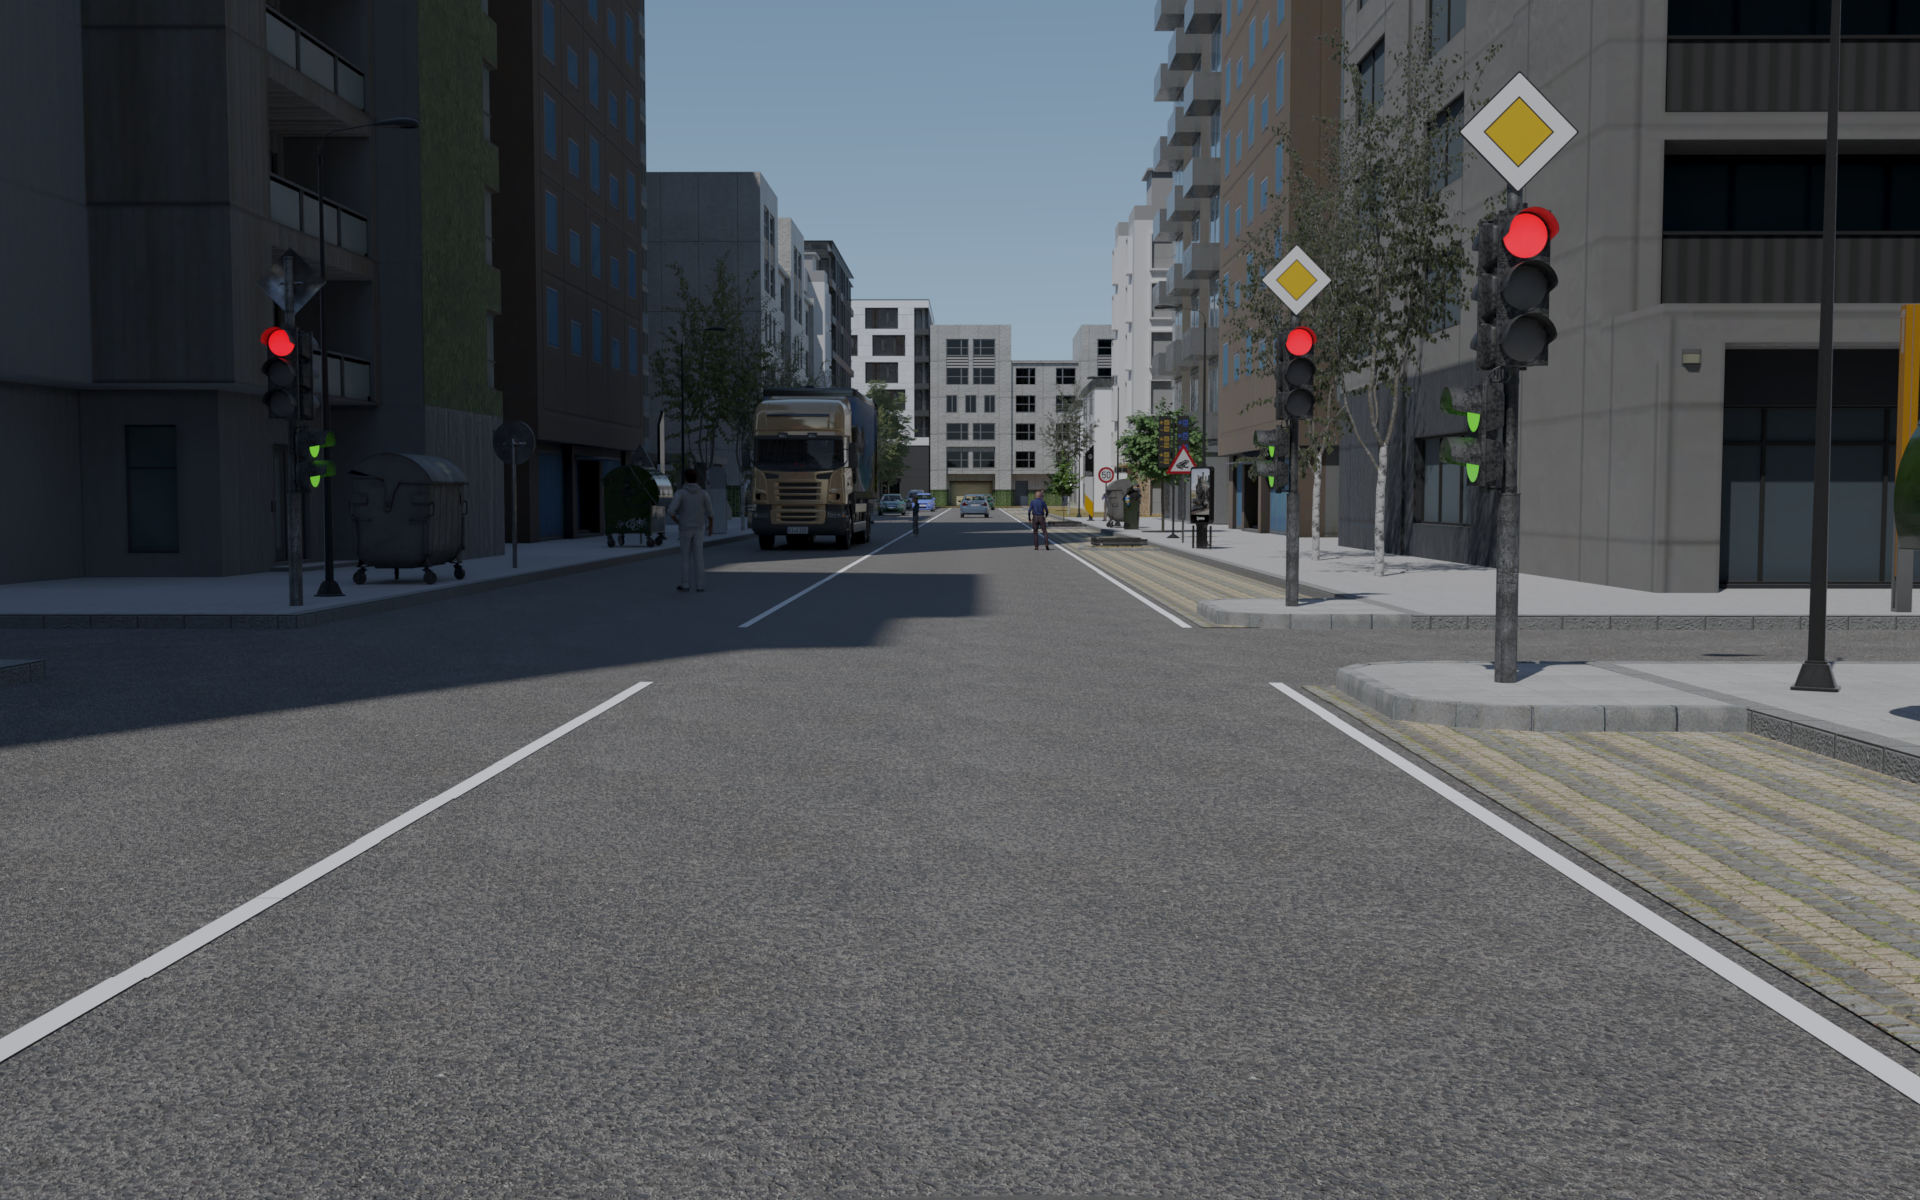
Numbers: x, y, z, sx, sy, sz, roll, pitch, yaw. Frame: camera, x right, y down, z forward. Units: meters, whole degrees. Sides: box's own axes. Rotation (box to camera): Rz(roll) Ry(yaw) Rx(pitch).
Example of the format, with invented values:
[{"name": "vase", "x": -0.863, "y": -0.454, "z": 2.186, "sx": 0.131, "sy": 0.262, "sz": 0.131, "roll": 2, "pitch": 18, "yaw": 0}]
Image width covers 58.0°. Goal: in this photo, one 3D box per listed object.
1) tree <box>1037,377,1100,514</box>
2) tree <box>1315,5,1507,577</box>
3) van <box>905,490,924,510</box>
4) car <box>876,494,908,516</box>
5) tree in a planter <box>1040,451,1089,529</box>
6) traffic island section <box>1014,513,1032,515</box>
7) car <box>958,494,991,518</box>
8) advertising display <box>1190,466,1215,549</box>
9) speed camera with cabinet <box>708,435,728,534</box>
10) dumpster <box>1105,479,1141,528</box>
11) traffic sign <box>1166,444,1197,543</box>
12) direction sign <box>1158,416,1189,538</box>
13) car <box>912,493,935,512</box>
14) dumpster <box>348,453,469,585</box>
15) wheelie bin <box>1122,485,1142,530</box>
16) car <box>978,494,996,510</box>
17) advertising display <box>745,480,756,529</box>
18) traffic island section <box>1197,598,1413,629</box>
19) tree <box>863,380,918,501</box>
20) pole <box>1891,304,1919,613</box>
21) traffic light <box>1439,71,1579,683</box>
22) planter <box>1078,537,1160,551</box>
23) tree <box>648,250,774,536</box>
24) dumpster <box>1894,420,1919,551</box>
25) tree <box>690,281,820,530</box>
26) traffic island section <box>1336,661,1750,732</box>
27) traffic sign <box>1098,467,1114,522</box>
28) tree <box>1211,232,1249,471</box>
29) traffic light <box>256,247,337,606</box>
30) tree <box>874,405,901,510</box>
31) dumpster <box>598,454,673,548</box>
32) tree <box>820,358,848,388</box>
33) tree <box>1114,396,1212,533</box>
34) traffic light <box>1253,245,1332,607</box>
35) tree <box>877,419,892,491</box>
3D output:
[{"name": "tree", "x": 6.861, "y": -9.720, "z": 109.287, "sx": 4.360, "sy": 8.622, "sz": 3.978, "roll": 0, "pitch": 3, "yaw": 0}, {"name": "tree", "x": 6.555, "y": -4.685, "z": 26.968, "sx": 4.360, "sy": 8.622, "sz": 3.978, "roll": 0, "pitch": 3, "yaw": 0}, {"name": "van", "x": -4.090, "y": -9.434, "z": 161.251, "sx": 2.013, "sy": 2.044, "sz": 4.112, "roll": 0, "pitch": 4, "yaw": 2}, {"name": "car", "x": -4.577, "y": -6.398, "z": 116.397, "sx": 2.131, "sy": 1.459, "sz": 4.920, "roll": 0, "pitch": 4, "yaw": -1}, {"name": "tree in a planter", "x": 4.292, "y": -4.541, "z": 71.471, "sx": 1.991, "sy": 3.239, "sz": 1.994, "roll": 0, "pitch": 4, "yaw": 1}, {"name": "traffic island section", "x": 4.761, "y": -6.040, "z": 121.613, "sx": 1.991, "sy": 0.108, "sz": 1.994, "roll": 0, "pitch": 4, "yaw": 1}, {"name": "car", "x": 0.877, "y": -5.724, "z": 105.592, "sx": 2.014, "sy": 1.417, "sz": 4.499, "roll": 0, "pitch": 4, "yaw": 0}, {"name": "advertising display", "x": 5.661, "y": -2.159, "z": 40.512, "sx": 0.123, "sy": 1.923, "sz": 0.974, "roll": -1, "pitch": 4, "yaw": -20}, {"name": "speed camera with cabinet", "x": -7.901, "y": -3.800, "z": 56.472, "sx": 0.660, "sy": 3.252, "sz": 2.038, "roll": 0, "pitch": 4, "yaw": -8}, {"name": "dumpster", "x": 6.227, "y": -3.684, "z": 66.000, "sx": 1.264, "sy": 1.857, "sz": 1.865, "roll": 0, "pitch": 4, "yaw": 0}, {"name": "traffic sign", "x": 5.842, "y": -2.772, "z": 45.329, "sx": 0.884, "sy": 2.594, "sz": 0.081, "roll": 0, "pitch": 4, "yaw": 8}, {"name": "direction sign", "x": 6.188, "y": -3.558, "z": 50.176, "sx": 0.876, "sy": 3.537, "sz": 0.379, "roll": 1, "pitch": 4, "yaw": 11}, {"name": "car", "x": -2.950, "y": -8.053, "z": 141.262, "sx": 1.945, "sy": 1.707, "sz": 3.694, "roll": 0, "pitch": 4, "yaw": 2}, {"name": "dumpster", "x": -8.003, "y": -1.187, "z": 25.163, "sx": 1.264, "sy": 1.857, "sz": 1.865, "roll": 0, "pitch": 4, "yaw": 1}, {"name": "wheelie bin", "x": 6.214, "y": -3.341, "z": 62.536, "sx": 0.693, "sy": 1.594, "sz": 0.980, "roll": 1, "pitch": 4, "yaw": 8}, {"name": "car", "x": 2.149, "y": -8.752, "z": 154.900, "sx": 2.131, "sy": 1.459, "sz": 4.920, "roll": 0, "pitch": 4, "yaw": -1}, {"name": "advertising display", "x": -7.750, "y": -3.615, "z": 64.327, "sx": 0.974, "sy": 1.923, "sz": 0.123, "roll": 3, "pitch": 5, "yaw": 40}, {"name": "traffic island section", "x": 3.816, "y": 0.152, "z": 19.796, "sx": 2.009, "sy": 0.180, "sz": 2.903, "roll": 0, "pitch": 4, "yaw": 1}, {"name": "tree", "x": -7.991, "y": -15.534, "z": 172.108, "sx": 7.486, "sy": 12.596, "sz": 7.792, "roll": 0, "pitch": 3, "yaw": 0}, {"name": "pole", "x": 10.233, "y": -1.522, "z": 18.732, "sx": 0.158, "sy": 3.312, "sz": 0.155, "roll": 0, "pitch": 3, "yaw": 0}, {"name": "traffic light", "x": 3.702, "y": -1.393, "z": 11.698, "sx": 0.839, "sy": 4.253, "sz": 0.868, "roll": 0, "pitch": 4, "yaw": 1}, {"name": "planter", "x": 4.036, "y": -1.426, "z": 44.454, "sx": 1.991, "sy": 0.319, "sz": 1.994, "roll": 0, "pitch": 4, "yaw": 1}, {"name": "tree", "x": -7.766, "y": -6.281, "z": 53.062, "sx": 4.737, "sy": 8.622, "sz": 4.395, "roll": 0, "pitch": 3, "yaw": 0}, {"name": "dumpster", "x": 5.743, "y": -0.358, "z": 8.339, "sx": 1.502, "sy": 2.255, "sz": 1.985, "roll": 0, "pitch": 4, "yaw": 1}, {"name": "tree", "x": -7.425, "y": -6.760, "z": 60.893, "sx": 4.360, "sy": 8.622, "sz": 3.978, "roll": 0, "pitch": 3, "yaw": 0}, {"name": "traffic island section", "x": 3.742, "y": 0.640, "z": 11.812, "sx": 2.009, "sy": 0.180, "sz": 2.903, "roll": 0, "pitch": 4, "yaw": 1}, {"name": "traffic sign", "x": 6.821, "y": -4.939, "z": 80.861, "sx": 0.768, "sy": 2.556, "sz": 0.104, "roll": 0, "pitch": 4, "yaw": 5}, {"name": "tree", "x": 6.883, "y": -5.081, "z": 33.442, "sx": 4.360, "sy": 8.622, "sz": 3.978, "roll": 0, "pitch": 3, "yaw": 0}, {"name": "traffic light", "x": -7.605, "y": -1.887, "z": 19.773, "sx": 0.839, "sy": 4.253, "sz": 0.868, "roll": 0, "pitch": 4, "yaw": 1}, {"name": "tree", "x": -7.017, "y": -11.823, "z": 143.674, "sx": 4.737, "sy": 8.622, "sz": 4.395, "roll": 0, "pitch": 3, "yaw": 0}, {"name": "dumpster", "x": -7.901, "y": -2.427, "z": 42.169, "sx": 1.502, "sy": 2.255, "sz": 1.985, "roll": 0, "pitch": 4, "yaw": 0}, {"name": "tree", "x": -8.047, "y": -8.519, "z": 89.644, "sx": 4.360, "sy": 8.622, "sz": 3.978, "roll": 0, "pitch": 3, "yaw": 0}, {"name": "tree", "x": 6.826, "y": -4.558, "z": 58.242, "sx": 4.285, "sy": 4.588, "sz": 4.351, "roll": 0, "pitch": 3, "yaw": 0}, {"name": "traffic light", "x": 3.776, "y": -1.881, "z": 19.683, "sx": 0.839, "sy": 4.253, "sz": 0.868, "roll": 0, "pitch": 4, "yaw": 1}, {"name": "tree", "x": -7.204, "y": -11.151, "z": 132.686, "sx": 4.360, "sy": 8.622, "sz": 3.978, "roll": 0, "pitch": 3, "yaw": 0}]
